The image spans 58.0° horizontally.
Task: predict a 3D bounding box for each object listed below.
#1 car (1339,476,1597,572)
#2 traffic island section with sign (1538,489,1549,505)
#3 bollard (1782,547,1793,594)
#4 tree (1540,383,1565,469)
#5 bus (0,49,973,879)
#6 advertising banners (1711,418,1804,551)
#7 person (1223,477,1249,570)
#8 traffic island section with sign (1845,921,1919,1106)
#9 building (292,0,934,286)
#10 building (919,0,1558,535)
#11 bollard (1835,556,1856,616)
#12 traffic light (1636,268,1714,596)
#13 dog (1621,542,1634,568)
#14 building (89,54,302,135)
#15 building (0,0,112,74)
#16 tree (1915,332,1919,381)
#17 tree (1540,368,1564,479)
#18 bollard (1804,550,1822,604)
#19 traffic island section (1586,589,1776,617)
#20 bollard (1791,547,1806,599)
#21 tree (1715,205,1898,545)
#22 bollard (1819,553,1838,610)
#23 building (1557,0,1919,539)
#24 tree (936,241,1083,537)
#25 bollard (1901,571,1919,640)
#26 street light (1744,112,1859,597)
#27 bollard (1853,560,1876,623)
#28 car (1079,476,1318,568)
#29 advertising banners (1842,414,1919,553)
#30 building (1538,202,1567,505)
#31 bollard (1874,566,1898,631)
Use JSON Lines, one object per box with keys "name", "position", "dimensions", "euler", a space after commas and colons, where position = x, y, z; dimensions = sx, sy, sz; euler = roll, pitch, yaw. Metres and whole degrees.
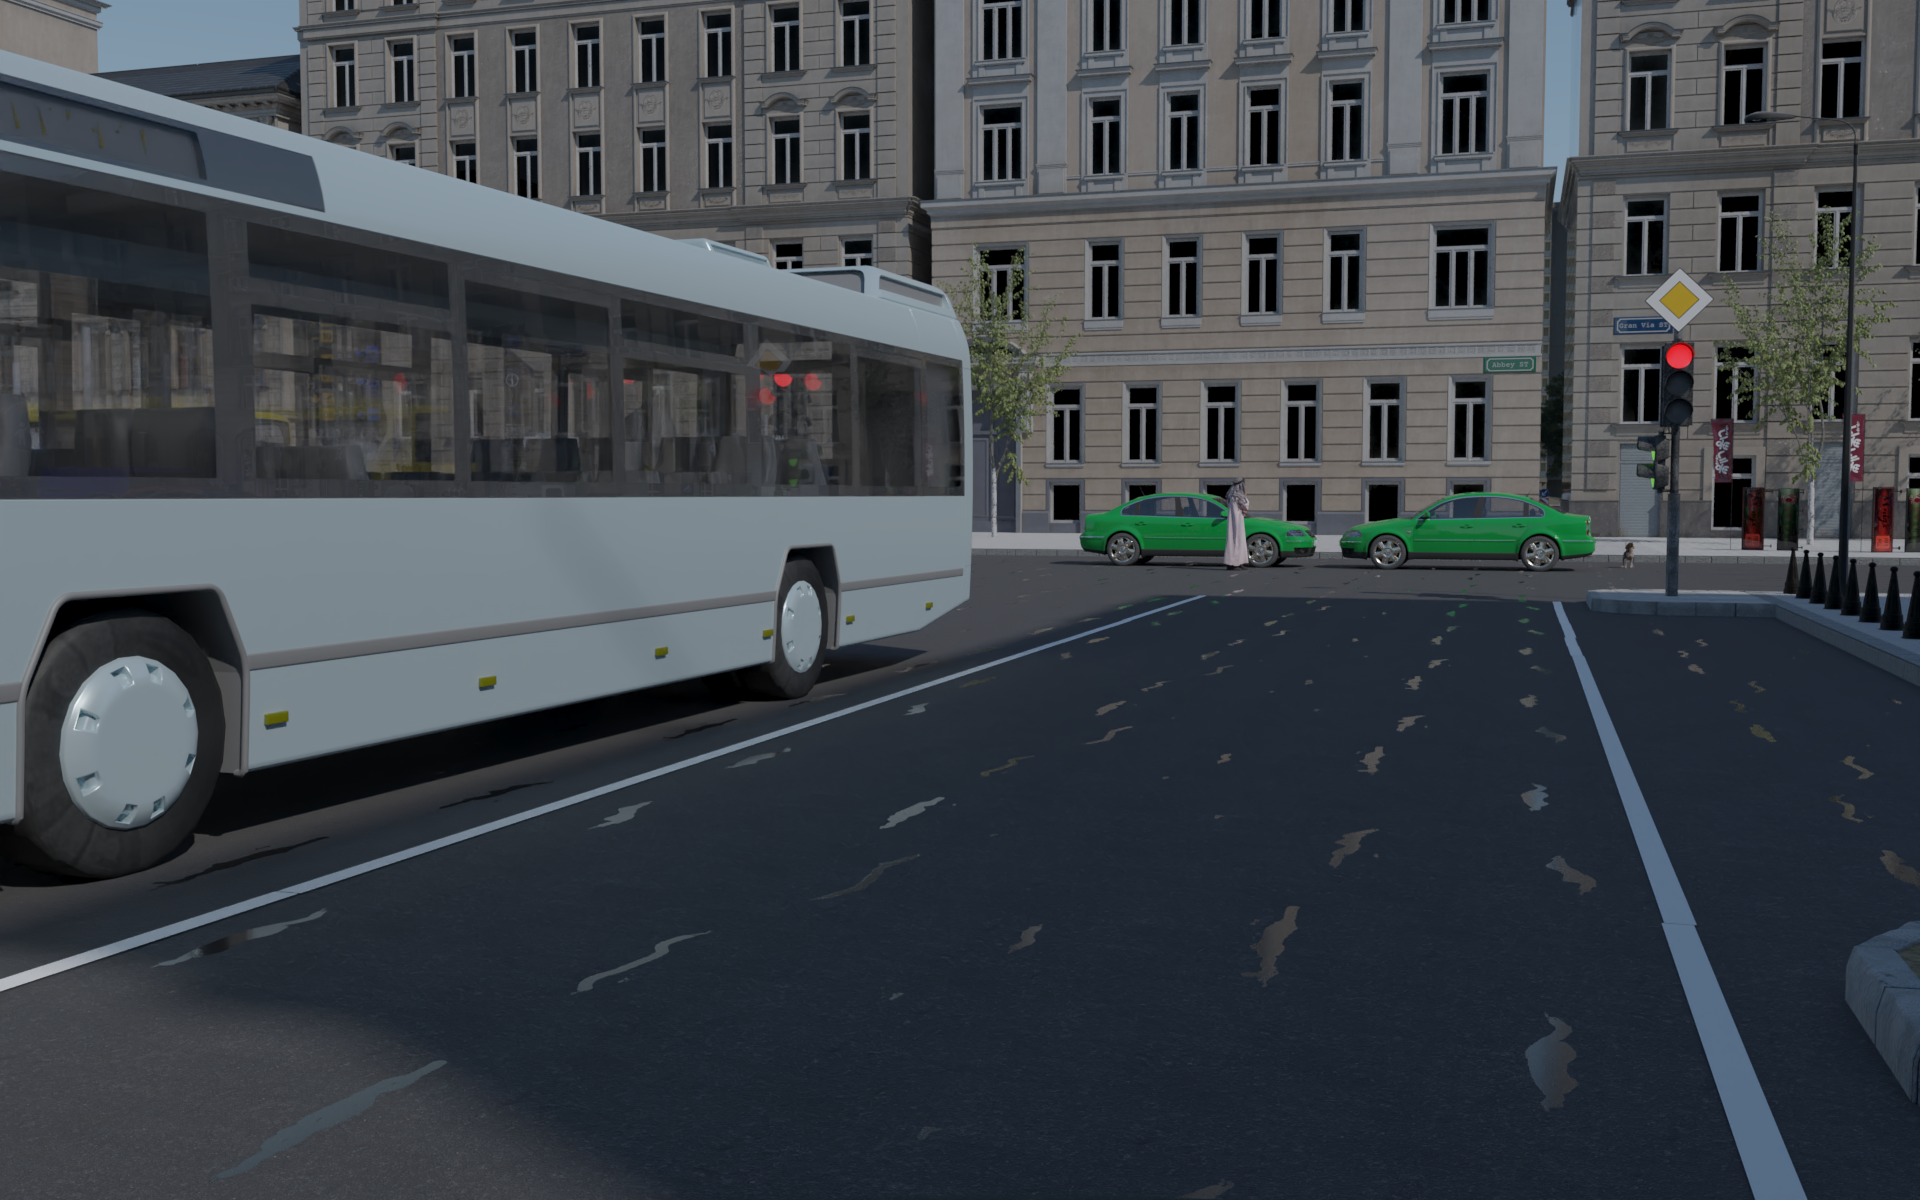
{"name": "car", "position": [9.667, -1.486, 33.098], "dimensions": [4.718, 1.807, 1.959], "euler": [1, 4, 18]}
{"name": "traffic island section with sign", "position": [52.309, -9.055, 156.684], "dimensions": [1.989, 1.847, 2.006], "euler": [1, 4, 18]}
{"name": "bollard", "position": [10.696, -0.379, 22.243], "dimensions": [0.229, 0.601, 0.229], "euler": [0, 3, 0]}
{"name": "tree", "position": [48.146, -12.313, 135.723], "dimensions": [8.767, 10.594, 7.601], "euler": [2, 4, 33]}
{"name": "bus", "position": [-3.295, -0.892, 9.452], "dimensions": [2.948, 3.499, 13.247], "euler": [1, 4, 19]}
{"name": "advertising banners", "position": [18.181, -2.654, 39.575], "dimensions": [2.074, 3.025, 0.090], "euler": [3, 5, 42]}
{"name": "person", "position": [5.220, -1.428, 32.510], "dimensions": [0.621, 1.740, 0.551], "euler": [-1, 4, -20]}
{"name": "traffic island section with sign", "position": [3.327, 0.274, 4.151], "dimensions": [1.989, 1.847, 2.006], "euler": [1, 4, 18]}
{"name": "building", "position": [-11.513, -16.480, 66.710], "dimensions": [25.104, 27.353, 12.463], "euler": [1, 4, 18]}
{"name": "building", "position": [10.124, -16.771, 60.106], "dimensions": [20.117, 28.700, 13.634], "euler": [1, 4, 18]}
{"name": "bollard", "position": [9.433, -0.138, 18.304], "dimensions": [0.229, 0.601, 0.229], "euler": [0, 3, 0]}
{"name": "traffic light", "position": [8.937, -2.004, 21.683], "dimensions": [0.839, 4.253, 0.868], "euler": [1, 4, 18]}
{"name": "dog", "position": [12.975, -0.875, 33.601], "dimensions": [0.406, 0.507, 0.540], "euler": [-2, 4, -24]}
{"name": "building", "position": [-32.940, -12.733, 72.816], "dimensions": [19.286, 19.102, 10.561], "euler": [1, 4, 18]}
{"name": "building", "position": [-51.892, -17.951, 79.410], "dimensions": [20.117, 28.700, 13.634], "euler": [1, 4, 18]}
{"name": "tree", "position": [27.387, -5.797, 45.143], "dimensions": [4.360, 8.622, 3.978], "euler": [0, 3, 0]}
{"name": "tree", "position": [59.257, -15.937, 167.998], "dimensions": [7.806, 13.903, 7.818], "euler": [0, 3, 0]}
{"name": "bollard", "position": [10.067, -0.259, 20.275], "dimensions": [0.229, 0.601, 0.229], "euler": [0, 3, 0]}
{"name": "traffic island section", "position": [8.972, 0.030, 21.785], "dimensions": [2.009, 0.180, 2.903], "euler": [1, 4, 18]}
{"name": "bollard", "position": [10.384, -0.319, 21.263], "dimensions": [0.229, 0.601, 0.229], "euler": [0, 3, 0]}
{"name": "tree", "position": [21.301, -5.706, 43.659], "dimensions": [4.737, 8.622, 4.395], "euler": [0, 3, 0]}
{"name": "bollard", "position": [9.751, -0.199, 19.292], "dimensions": [0.229, 0.601, 0.229], "euler": [0, 3, 0]}
{"name": "building", "position": [31.423, -15.613, 52.536], "dimensions": [25.104, 27.353, 12.463], "euler": [1, 4, 18]}
{"name": "tree", "position": [1.243, -6.161, 51.100], "dimensions": [4.737, 8.622, 4.395], "euler": [0, 3, 0]}
{"name": "bollard", "position": [8.483, 0.042, 15.356], "dimensions": [0.229, 0.601, 0.229], "euler": [0, 3, 0]}
{"name": "street light", "position": [10.218, -2.968, 21.062], "dimensions": [1.470, 5.913, 1.316], "euler": [1, 4, 18]}
{"name": "bollard", "position": [9.119, -0.078, 17.325], "dimensions": [0.229, 0.601, 0.229], "euler": [0, 3, 0]}
{"name": "car", "position": [4.790, -1.591, 34.803], "dimensions": [4.718, 1.807, 1.959], "euler": [1, 4, 19]}
{"name": "advertising banners", "position": [20.210, -2.547, 37.825], "dimensions": [2.074, 3.025, 0.090], "euler": [0, 4, -5]}
{"name": "building", "position": [68.345, -32.209, 218.503], "dimensions": [23.993, 40.220, 32.217], "euler": [1, 4, 18]}
{"name": "bollard", "position": [8.801, -0.018, 16.332], "dimensions": [0.229, 0.601, 0.229], "euler": [0, 3, 0]}
